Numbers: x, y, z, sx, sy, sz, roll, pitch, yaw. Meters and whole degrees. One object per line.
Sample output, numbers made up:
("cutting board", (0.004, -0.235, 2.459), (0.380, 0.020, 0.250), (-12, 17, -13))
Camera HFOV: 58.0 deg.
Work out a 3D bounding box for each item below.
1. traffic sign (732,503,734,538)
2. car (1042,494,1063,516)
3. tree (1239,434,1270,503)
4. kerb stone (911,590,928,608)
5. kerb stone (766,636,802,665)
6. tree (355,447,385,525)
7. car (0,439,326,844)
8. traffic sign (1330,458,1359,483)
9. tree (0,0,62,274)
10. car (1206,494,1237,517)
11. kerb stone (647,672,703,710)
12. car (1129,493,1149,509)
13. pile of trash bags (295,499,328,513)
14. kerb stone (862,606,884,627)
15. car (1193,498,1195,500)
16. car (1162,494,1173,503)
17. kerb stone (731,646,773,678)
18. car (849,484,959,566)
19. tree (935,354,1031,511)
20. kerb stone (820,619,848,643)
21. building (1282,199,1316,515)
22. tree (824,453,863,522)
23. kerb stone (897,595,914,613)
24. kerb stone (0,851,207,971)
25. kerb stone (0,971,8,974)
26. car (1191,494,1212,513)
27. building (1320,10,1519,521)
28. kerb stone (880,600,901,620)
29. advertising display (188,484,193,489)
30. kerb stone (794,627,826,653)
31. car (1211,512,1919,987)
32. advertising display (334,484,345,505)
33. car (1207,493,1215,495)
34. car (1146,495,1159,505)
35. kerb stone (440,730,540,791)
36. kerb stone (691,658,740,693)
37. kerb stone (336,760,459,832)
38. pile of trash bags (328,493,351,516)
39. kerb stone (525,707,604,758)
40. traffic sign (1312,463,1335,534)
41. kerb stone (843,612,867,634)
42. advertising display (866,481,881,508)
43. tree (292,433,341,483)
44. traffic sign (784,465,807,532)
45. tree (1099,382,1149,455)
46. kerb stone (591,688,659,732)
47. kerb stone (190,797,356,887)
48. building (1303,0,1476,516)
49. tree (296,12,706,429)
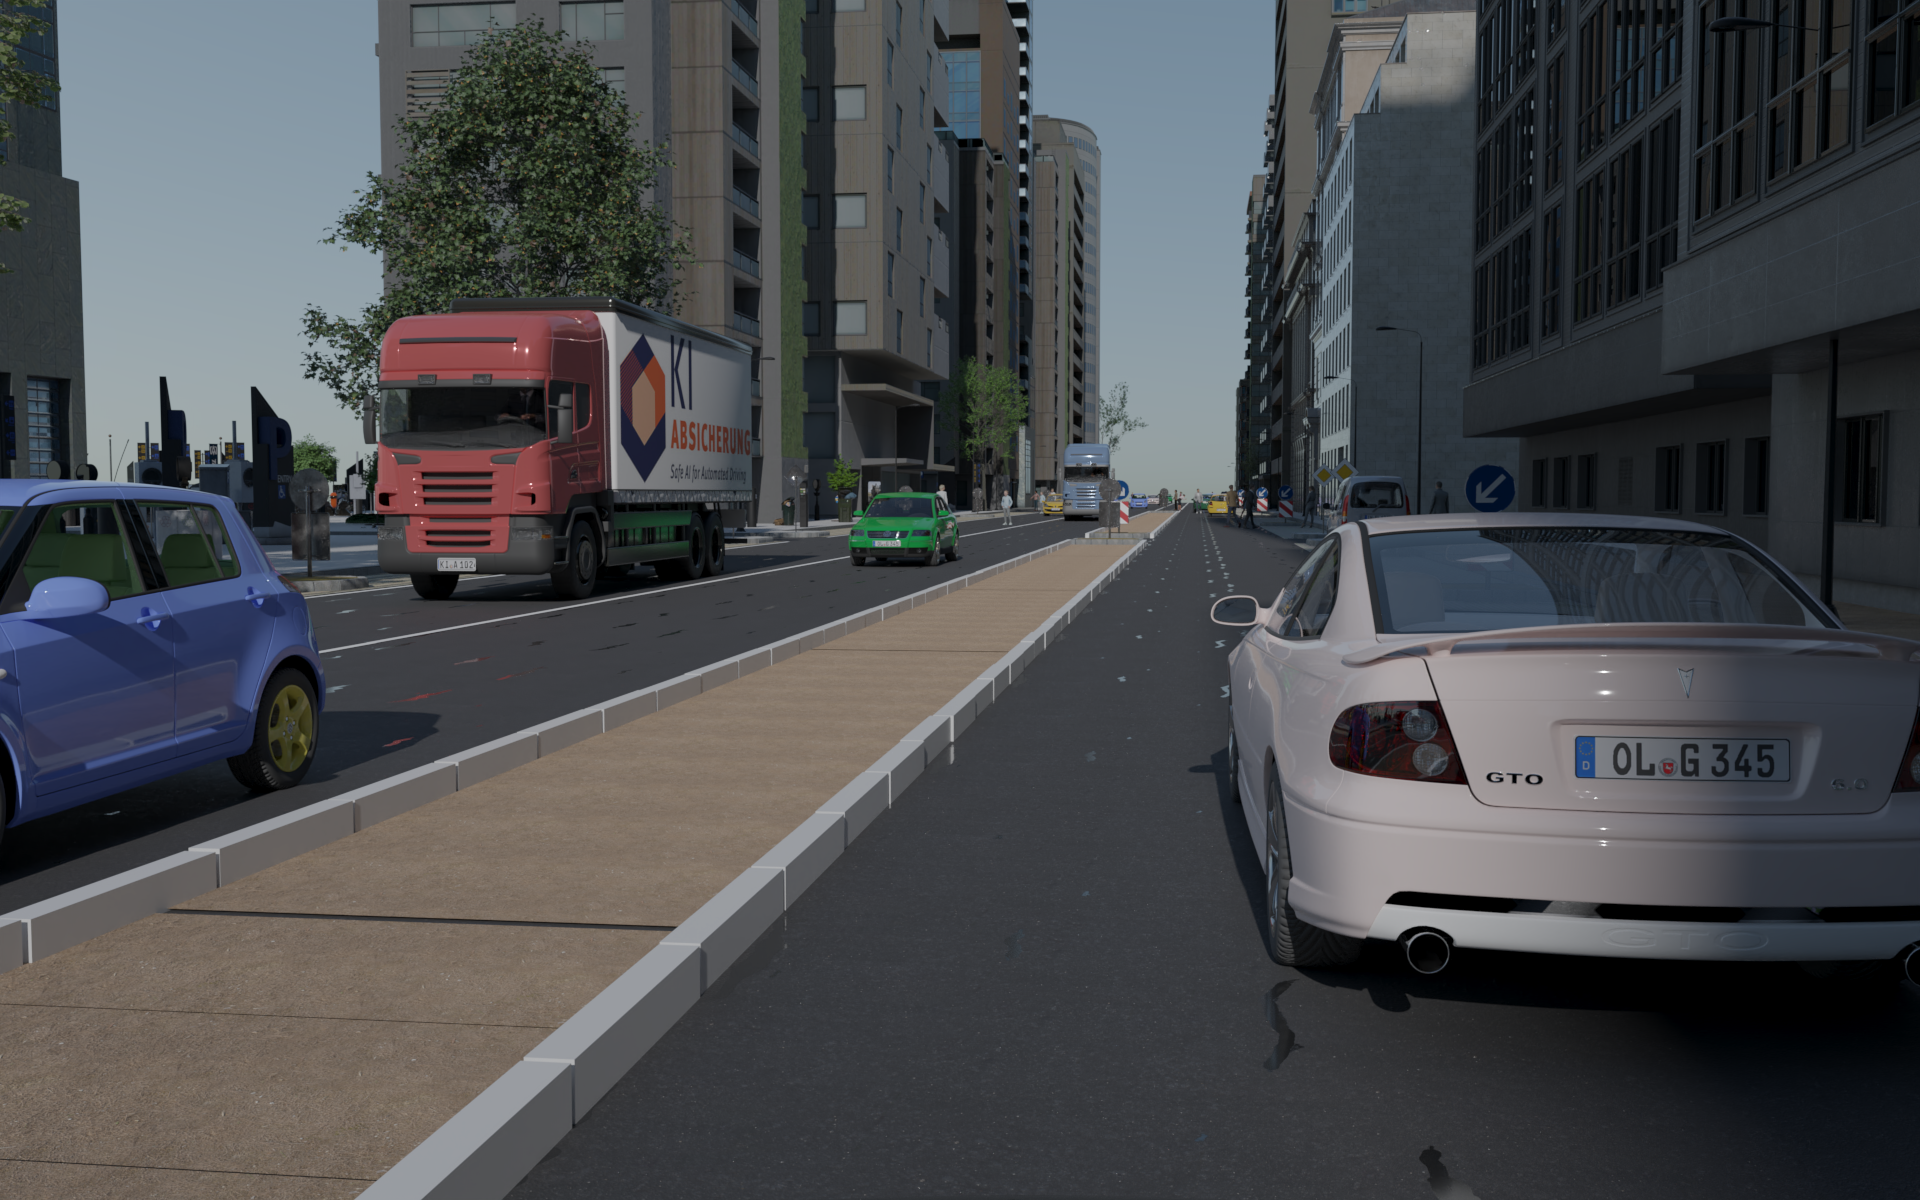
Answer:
("traffic sign", (-6.646, -2.882, 50.769), (0.795, 2.450, 0.064), (0, 4, 8))
("car", (6.388, -6.303, 113.285), (2.015, 1.641, 3.980), (0, 4, 7))
("tree", (36.420, -16.139, 214.231), (4.360, 8.622, 3.978), (0, 3, 0))
("kerb stone", (-0.581, 0.012, 21.994), (0.120, 0.150, 1.000), (0, 4, 8))
("kerb stone", (-1.554, 0.447, 14.884), (0.120, 0.150, 1.000), (0, 4, 8))
("tree", (-23.877, -4.670, 70.962), (1.663, 3.219, 1.824), (0, 3, 0))
("car", (-4.221, 0.144, 7.235), (1.945, 1.707, 3.694), (0, 4, 7))
("traffic sign", (10.733, -2.736, 48.376), (0.795, 2.450, 0.064), (0, 4, 8))
("tree", (-13.659, -6.108, 17.999), (7.486, 12.596, 7.792), (0, 3, 0))
("car", (16.693, -6.132, 110.485), (2.015, 1.641, 3.980), (1, 4, 9))
("kerb stone", (-1.973, 0.637, 11.842), (0.120, 0.150, 1.000), (0, 4, 8))
("car", (17.606, -9.820, 170.154), (1.945, 1.707, 3.694), (0, 4, 6))
("pile of trash bags", (-34.748, -4.870, 89.381), (3.447, 1.369, 1.912), (2, 4, 26))
("kerb stone", (-1.004, 0.199, 18.945), (0.120, 0.150, 1.000), (0, 4, 8))
("car", (30.910, -12.826, 222.285), (1.945, 1.354, 3.894), (1, 4, 9))
("car", (33.722, -16.712, 282.032), (1.959, 1.807, 4.718), (0, 4, 7))
("kerb stone", (-1.698, 0.509, 13.869), (0.120, 0.150, 1.000), (0, 4, 8))
("car", (-1.111, -1.650, 35.767), (1.959, 1.807, 4.718), (0, 4, 7))
("tree", (1.691, -12.477, 129.759), (9.928, 11.665, 9.643), (0, 3, 0))
("kerb stone", (-1.279, 0.324, 16.912), (0.120, 0.150, 1.000), (0, 4, 8))
("building", (29.149, -16.879, 117.775), (13.314, 21.916, 24.055), (0, 4, 8))
("tree", (-5.621, -5.301, 81.280), (1.663, 3.219, 1.824), (0, 3, 0))
("kerb stone", (-0.724, 0.075, 20.974), (0.120, 0.150, 1.000), (0, 4, 8))
("kerb stone", (-2.807, 1.012, 5.754), (0.120, 0.150, 1.000), (0, 4, 8))
("kerb stone", (-2.955, 1.068, 4.736), (0.120, 0.150, 1.000), (0, 4, 8))
("car", (19.043, -7.515, 134.671), (2.131, 1.459, 4.920), (0, 4, 7))
("building", (22.018, -13.600, 77.107), (10.420, 20.320, 16.860), (0, 4, 8))
("kerb stone", (-0.856, 0.137, 19.960), (0.120, 0.150, 1.000), (0, 4, 8))
("advertising display", (-49.295, -6.490, 111.328), (0.974, 1.923, 0.123), (3, 4, 37))
("kerb stone", (-1.418, 0.385, 15.897), (0.120, 0.150, 1.000), (0, 4, 8))
("car", (2.014, 0.356, 6.534), (2.083, 1.381, 4.827), (0, 4, 6))
("advertising display", (-41.862, -6.824, 116.793), (0.123, 1.923, 0.974), (2, 4, 30))
("car", (24.605, -9.804, 169.879), (1.945, 1.707, 3.694), (0, 4, 6))
("car", (25.870, -13.440, 232.101), (2.083, 1.381, 4.827), (1, 4, 8))
("kerb stone", (-2.394, 0.820, 8.801), (0.120, 0.150, 1.000), (0, 4, 8))
("kerb stone", (-1.838, 0.572, 12.855), (0.120, 0.150, 1.000), (0, 4, 8))
("kerb stone", (-2.534, 0.884, 7.780), (0.120, 0.150, 1.000), (0, 4, 8))
("pile of trash bags", (-36.985, -5.656, 102.231), (1.912, 1.369, 3.447), (-1, 4, -20))
("kerb stone", (-2.259, 0.757, 9.817), (0.120, 0.150, 1.000), (0, 4, 8))
("traffic sign", (11.818, -3.220, 56.287), (0.795, 2.450, 0.064), (0, 4, 8))
("kerb stone", (-1.138, 0.261, 17.931), (0.120, 0.150, 1.000), (0, 4, 8))
("advertising display", (-4.174, -4.806, 83.796), (0.123, 1.923, 0.974), (3, 5, 39))
("tree", (-34.979, -6.680, 92.928), (4.285, 4.588, 4.351), (0, 3, 0))
("traffic sign", (-5.562, -3.366, 58.681), (0.795, 2.450, 0.064), (0, 4, 8))
("tree", (25.311, -26.589, 290.618), (12.611, 20.169, 13.585), (0, 3, 0))
("kerb stone", (-2.114, 0.695, 10.829), (0.120, 0.150, 1.000), (0, 4, 8))
("kerb stone", (-2.668, 0.944, 6.767), (0.120, 0.150, 1.000), (0, 4, 8))
("building", (26.414, -18.903, 94.968), (13.634, 28.700, 20.117), (0, 4, 8))
("tree", (-10.500, -7.639, 41.901), (9.611, 12.733, 9.660), (0, 3, 0))
